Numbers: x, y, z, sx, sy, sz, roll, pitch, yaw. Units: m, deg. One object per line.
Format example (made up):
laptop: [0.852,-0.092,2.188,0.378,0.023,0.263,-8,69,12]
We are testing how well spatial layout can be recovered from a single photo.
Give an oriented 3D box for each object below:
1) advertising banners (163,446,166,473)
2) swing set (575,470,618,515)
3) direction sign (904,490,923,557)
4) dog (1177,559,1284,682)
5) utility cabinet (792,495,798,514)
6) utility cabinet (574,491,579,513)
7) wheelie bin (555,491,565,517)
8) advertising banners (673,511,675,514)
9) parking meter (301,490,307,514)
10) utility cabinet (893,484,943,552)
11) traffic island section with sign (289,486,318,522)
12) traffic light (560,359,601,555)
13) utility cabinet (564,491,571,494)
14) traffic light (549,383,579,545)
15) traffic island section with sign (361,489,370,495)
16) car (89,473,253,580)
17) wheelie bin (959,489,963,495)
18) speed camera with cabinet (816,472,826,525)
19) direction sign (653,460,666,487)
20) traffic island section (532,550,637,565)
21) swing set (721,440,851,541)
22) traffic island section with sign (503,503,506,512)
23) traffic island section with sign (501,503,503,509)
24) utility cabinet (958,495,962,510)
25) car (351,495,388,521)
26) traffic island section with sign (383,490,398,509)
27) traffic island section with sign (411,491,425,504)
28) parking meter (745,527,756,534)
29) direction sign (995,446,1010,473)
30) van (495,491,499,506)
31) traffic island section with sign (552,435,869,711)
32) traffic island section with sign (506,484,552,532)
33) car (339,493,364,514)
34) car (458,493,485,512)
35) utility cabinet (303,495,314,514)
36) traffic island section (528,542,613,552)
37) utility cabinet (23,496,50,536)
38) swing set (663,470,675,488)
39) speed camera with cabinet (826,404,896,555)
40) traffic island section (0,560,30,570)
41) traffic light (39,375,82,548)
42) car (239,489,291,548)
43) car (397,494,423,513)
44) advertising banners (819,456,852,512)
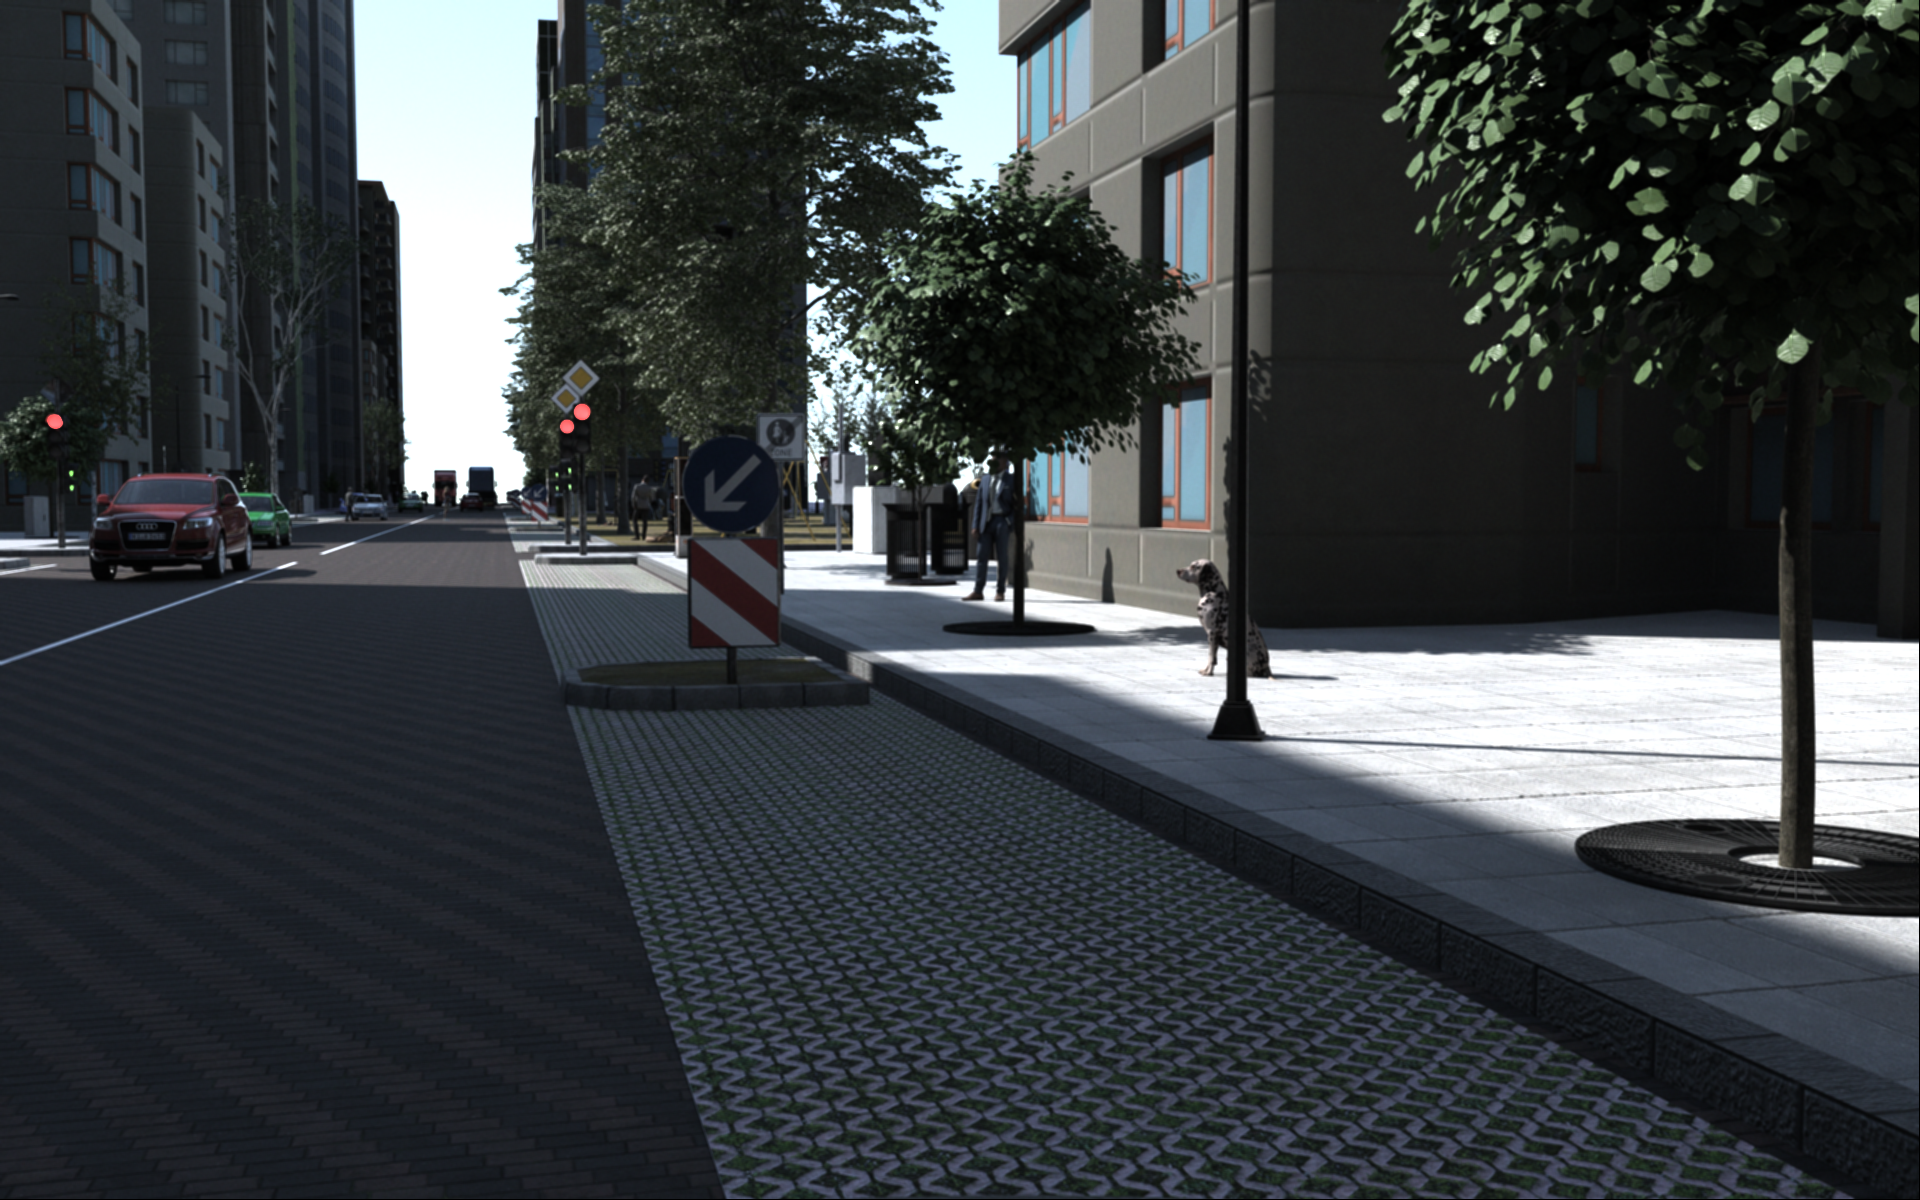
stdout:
advertising banners: [-28.702,-4.048,62.377,0.090,3.025,2.074,-1,4,-19]
swing set: [-23.075,-6.891,110.290,3.119,2.851,2.862,-1,4,-21]
direction sign: [-0.944,-2.641,35.175,0.379,3.537,0.876,0,4,-8]
dog: [1.967,0.138,12.124,0.513,0.831,0.800,-3,4,-36]
utility cabinet: [-10.505,-6.057,110.201,0.306,1.237,1.020,-1,4,-14]
utility cabinet: [-25.885,-6.600,116.590,0.318,1.500,1.173,-3,5,-42]
wheelie bin: [-22.032,-5.370,95.706,0.693,1.594,0.980,-1,4,-12]
advertising banners: [-17.146,-6.887,108.798,2.074,3.025,0.090,-2,4,-27]
parking meter: [-42.202,-6.304,111.479,0.372,1.533,0.369,0,3,0]
utility cabinet: [-0.920,-1.808,38.236,1.173,1.500,0.318,-3,4,-38]
traffic island section with sign: [-34.166,-4.926,89.172,1.989,1.847,2.006,-1,4,-15]
traffic light: [-7.912,-2.890,36.179,0.839,4.253,0.868,-1,4,-15]
utility cabinet: [-23.587,-5.759,102.841,0.318,1.500,1.173,0,4,1]
traffic light: [-9.974,-3.362,43.894,0.839,4.253,0.868,-1,4,-15]
traffic island section with sign: [-46.884,-7.838,136.782,1.989,1.847,2.006,-1,4,-15]
car: [-13.924,-1.351,30.770,2.281,1.827,5.304,-1,4,-14]
wheelie bin: [0.318,-6.270,110.419,0.693,1.594,0.980,2,4,32]
speed camera with cabinet: [-5.398,-4.730,71.665,0.660,3.252,2.038,1,4,12]
direction sign: [-19.711,-7.444,113.708,0.876,3.537,0.379,-3,4,-38]
traffic island section: [-7.871,-0.858,36.303,2.009,0.180,2.903,-1,4,-15]
swing set: [-4.866,-3.148,49.082,2.862,2.851,3.119,1,4,16]
traffic island section with sign: [-23.130,-5.106,92.106,1.989,1.847,2.006,-1,4,-15]
traffic island section with sign: [-35.909,-8.026,139.858,1.989,1.847,2.006,-1,4,-15]
utility cabinet: [0.219,-5.994,109.157,1.020,1.237,0.306,-1,4,-16]
car: [-32.219,-5.045,94.483,2.014,1.417,4.499,-1,4,-16]
traffic island section with sign: [-53.854,-9.431,162.824,1.989,1.847,2.006,-1,4,-15]
traffic island section with sign: [-68.091,-12.690,216.107,1.989,1.847,2.006,-1,4,-15]
parking meter: [-6.824,-2.937,56.432,0.372,1.533,0.369,0,3,0]
direction sign: [1.742,-4.920,72.433,0.379,3.537,0.876,-3,5,-45]
van: [-59.123,-12.913,218.136,2.013,2.044,4.112,-1,4,-16]
traffic island section with sign: [-1.826,-0.227,12.346,1.989,1.847,2.006,-1,4,-15]
traffic island section with sign: [-16.175,-3.513,66.060,1.989,1.847,2.006,-1,4,-15]
car: [-43.005,-6.935,122.974,1.945,1.707,3.694,-1,4,-13]
car: [-40.236,-8.169,142.607,2.155,1.783,4.494,-1,4,-16]
utility cabinet: [-41.642,-6.090,110.733,0.306,1.237,1.020,-3,5,-43]
traffic island section: [-9.933,-1.330,44.019,2.009,0.180,2.903,-1,4,-15]
utility cabinet: [-28.473,-2.585,53.428,0.306,1.237,1.020,0,4,-3]
swing set: [-17.477,-6.949,111.235,3.119,2.851,2.862,2,4,31]
speed camera with cabinet: [-2.102,-2.644,37.568,0.660,3.252,2.038,-2,4,-30]
traffic island section: [-19.217,-0.673,33.288,2.009,0.180,2.903,-1,4,-15]
traffic light: [-21.237,-3.178,40.879,0.839,4.253,0.868,-1,4,-15]
car: [-19.200,-2.323,46.785,1.959,1.807,4.718,-1,4,-15]
car: [-43.132,-7.775,135.919,1.959,1.807,4.718,-1,4,-16]
advertising banners: [-5.583,-5.077,79.196,2.074,3.025,0.090,2,4,32]
